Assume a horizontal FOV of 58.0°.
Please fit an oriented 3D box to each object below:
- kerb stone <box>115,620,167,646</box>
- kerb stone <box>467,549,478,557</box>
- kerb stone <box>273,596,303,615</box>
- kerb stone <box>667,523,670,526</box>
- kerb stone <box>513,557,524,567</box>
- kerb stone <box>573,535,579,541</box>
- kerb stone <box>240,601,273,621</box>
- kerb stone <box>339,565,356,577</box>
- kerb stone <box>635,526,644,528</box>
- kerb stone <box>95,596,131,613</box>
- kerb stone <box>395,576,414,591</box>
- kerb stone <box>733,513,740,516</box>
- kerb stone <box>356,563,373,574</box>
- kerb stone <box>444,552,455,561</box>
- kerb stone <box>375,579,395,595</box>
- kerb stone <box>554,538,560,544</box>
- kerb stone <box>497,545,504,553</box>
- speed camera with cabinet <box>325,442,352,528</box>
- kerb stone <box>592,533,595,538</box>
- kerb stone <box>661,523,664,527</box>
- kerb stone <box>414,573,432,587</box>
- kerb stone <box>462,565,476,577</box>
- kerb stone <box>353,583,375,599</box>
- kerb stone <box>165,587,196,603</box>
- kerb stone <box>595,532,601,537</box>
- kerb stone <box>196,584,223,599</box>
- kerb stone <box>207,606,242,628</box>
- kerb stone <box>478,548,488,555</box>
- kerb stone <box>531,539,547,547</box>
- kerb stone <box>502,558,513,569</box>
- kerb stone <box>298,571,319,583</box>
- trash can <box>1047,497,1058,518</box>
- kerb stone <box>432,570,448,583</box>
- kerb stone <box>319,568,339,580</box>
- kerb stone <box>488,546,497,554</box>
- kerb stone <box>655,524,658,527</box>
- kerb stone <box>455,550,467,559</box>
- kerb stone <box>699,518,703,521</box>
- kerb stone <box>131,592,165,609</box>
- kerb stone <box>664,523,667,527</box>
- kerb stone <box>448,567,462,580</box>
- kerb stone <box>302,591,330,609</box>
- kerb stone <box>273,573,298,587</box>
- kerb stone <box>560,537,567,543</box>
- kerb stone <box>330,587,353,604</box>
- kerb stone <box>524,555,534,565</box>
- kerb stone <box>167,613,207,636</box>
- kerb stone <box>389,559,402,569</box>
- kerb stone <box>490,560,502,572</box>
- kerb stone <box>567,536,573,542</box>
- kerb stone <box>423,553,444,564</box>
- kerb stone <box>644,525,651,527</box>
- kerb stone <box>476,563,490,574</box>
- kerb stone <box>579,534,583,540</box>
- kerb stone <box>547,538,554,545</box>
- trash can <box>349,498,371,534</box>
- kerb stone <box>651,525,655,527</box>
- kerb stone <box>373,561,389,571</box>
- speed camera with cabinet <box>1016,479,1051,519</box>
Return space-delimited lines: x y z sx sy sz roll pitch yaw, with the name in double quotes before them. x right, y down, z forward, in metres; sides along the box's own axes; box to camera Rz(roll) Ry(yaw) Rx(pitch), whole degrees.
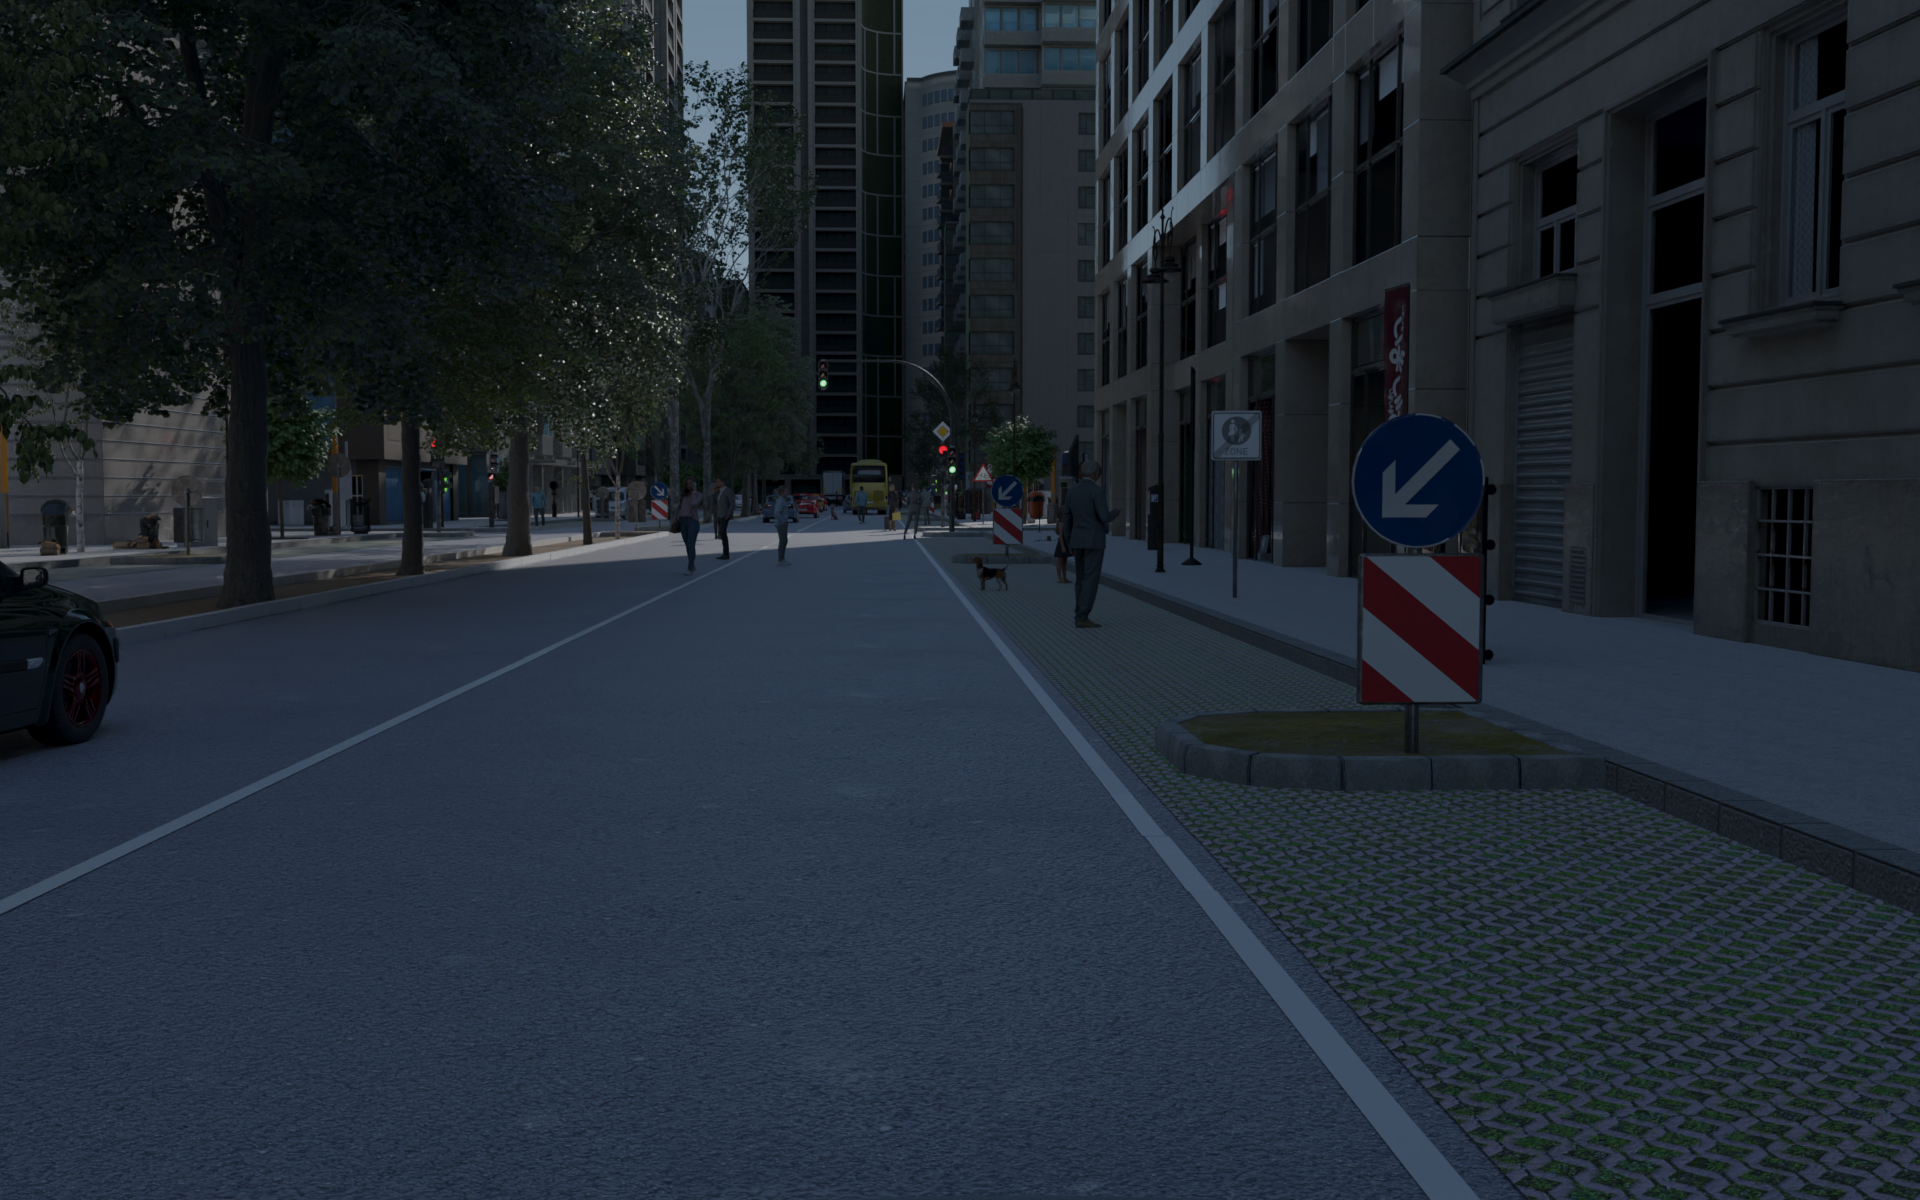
"kerb stone" -8.015 0.326 16.870 0.120 0.150 1.000 0 4 -3
"kerb stone" -11.188 -1.048 39.330 0.120 0.150 1.000 0 4 -3
"kerb stone" -8.215 0.075 20.965 0.120 0.150 1.000 0 4 -3
"kerb stone" -12.915 -3.273 75.706 0.120 0.150 1.000 0 4 -3
"kerb stone" -8.851 -0.740 34.300 0.120 0.150 1.000 0 4 -3
"kerb stone" -11.817 -1.864 52.671 0.120 0.150 1.000 0 4 -3
"kerb stone" -8.172 0.138 19.944 0.120 0.150 1.000 0 4 -3
"kerb stone" -10.761 -0.485 30.125 0.120 0.150 1.000 0 4 -3
"kerb stone" -12.525 -2.771 67.499 0.120 0.150 1.000 0 4 -3
"kerb stone" -10.319 0.079 20.902 0.120 0.150 1.000 0 4 -3
"kerb stone" -8.460 -0.239 26.101 0.120 0.150 1.000 0 4 -3
"kerb stone" -14.716 -5.590 113.589 0.120 0.150 1.000 0 4 -3
"kerb stone" -10.815 -0.547 31.145 0.120 0.150 1.000 0 4 -3
"kerb stone" -11.100 -0.923 37.283 0.120 0.150 1.000 0 4 -3
"kerb stone" -8.415 -0.176 25.071 0.120 0.150 1.000 0 4 -3
"kerb stone" -11.672 -1.676 49.601 0.120 0.150 1.000 0 4 -3
"kerb stone" -11.331 -1.236 42.401 0.120 0.150 1.000 0 4 -3
"speed camera with cabinet" -23.605 -4.365 65.707 0.660 3.252 2.038 -2 4 -32
"kerb stone" -11.968 -2.049 55.742 0.120 0.150 1.000 0 4 -3
"kerb stone" -12.819 -3.147 73.642 0.120 0.150 1.000 0 4 -3
"kerb stone" -8.503 -0.301 27.122 0.120 0.150 1.000 0 4 -3
"kerb stone" -8.660 -0.489 30.199 0.120 0.150 1.000 0 4 -3
"kerb stone" -8.366 -0.113 24.038 0.120 0.150 1.000 0 4 -3
"kerb stone" -10.416 -0.046 22.953 0.120 0.150 1.000 0 4 -3
"kerb stone" -12.071 -2.177 57.783 0.120 0.150 1.000 0 4 -3
"kerb stone" -10.458 -0.109 23.974 0.120 0.150 1.000 0 4 -3
"kerb stone" -8.114 0.204 18.917 0.120 0.150 1.000 0 4 -3
"kerb stone" -11.232 -1.102 40.358 0.120 0.150 1.000 0 4 -3
"kerb stone" -11.576 -1.548 47.540 0.120 0.150 1.000 0 4 -3
"kerb stone" -8.799 -0.678 33.280 0.120 0.150 1.000 0 4 -3
"kerb stone" -10.660 -0.359 28.069 0.120 0.150 1.000 0 4 -3
"trash can" 4.477 -4.308 82.094 0.748 1.137 0.748 0 3 0
"kerb stone" -8.551 -0.364 28.156 0.120 0.150 1.000 0 4 -3
"kerb stone" -10.699 -0.422 29.101 0.120 0.150 1.000 0 4 -3
"kerb stone" -11.286 -1.171 41.379 0.120 0.150 1.000 0 4 -3
"kerb stone" -12.713 -3.021 71.596 0.120 0.150 1.000 0 4 -3
"kerb stone" -11.134 -0.985 38.308 0.120 0.150 1.000 0 4 -3
"kerb stone" -13.690 -4.274 92.072 0.120 0.150 1.000 0 4 -3
"kerb stone" -10.364 0.018 21.927 0.120 0.150 1.000 0 4 -3
"kerb stone" -12.869 -3.205 74.681 0.120 0.150 1.000 0 4 -3
"kerb stone" -8.609 -0.424 29.178 0.120 0.150 1.000 0 4 -3
"kerb stone" -8.259 0.012 21.993 0.120 0.150 1.000 0 4 -3
"kerb stone" -10.613 -0.296 27.042 0.120 0.150 1.000 0 4 -3
"kerb stone" -11.728 -1.736 50.629 0.120 0.150 1.000 0 4 -3
"kerb stone" -8.311 -0.050 23.015 0.120 0.150 1.000 0 4 -3
"kerb stone" -8.898 -0.797 35.327 0.120 0.150 1.000 0 4 -3
"kerb stone" -8.064 0.266 17.896 0.120 0.150 1.000 0 4 -3
"kerb stone" -10.908 -0.673 33.192 0.120 0.150 1.000 0 4 -3
"kerb stone" -8.750 -0.614 32.252 0.120 0.150 1.000 0 4 -3
"kerb stone" -11.780 -1.801 51.649 0.120 0.150 1.000 0 4 -3
"kerb stone" -11.039 -0.860 36.262 0.120 0.150 1.000 0 4 -3
"kerb stone" -12.618 -2.897 69.554 0.120 0.150 1.000 0 4 -3
"kerb stone" -8.703 -0.553 31.231 0.120 0.150 1.000 0 4 -3
"kerb stone" -11.864 -1.927 53.701 0.120 0.150 1.000 0 4 -3
"kerb stone" -11.625 -1.613 48.573 0.120 0.150 1.000 0 4 -3
"trash can" -19.314 -2.700 55.806 0.748 1.137 0.748 0 3 0
"kerb stone" -12.669 -2.959 70.575 0.120 0.150 1.000 0 4 -3
"kerb stone" -10.856 -0.610 32.169 0.120 0.150 1.000 0 4 -3
"speed camera with cabinet" 3.973 -5.854 90.055 0.660 3.252 2.038 -3 4 -39
